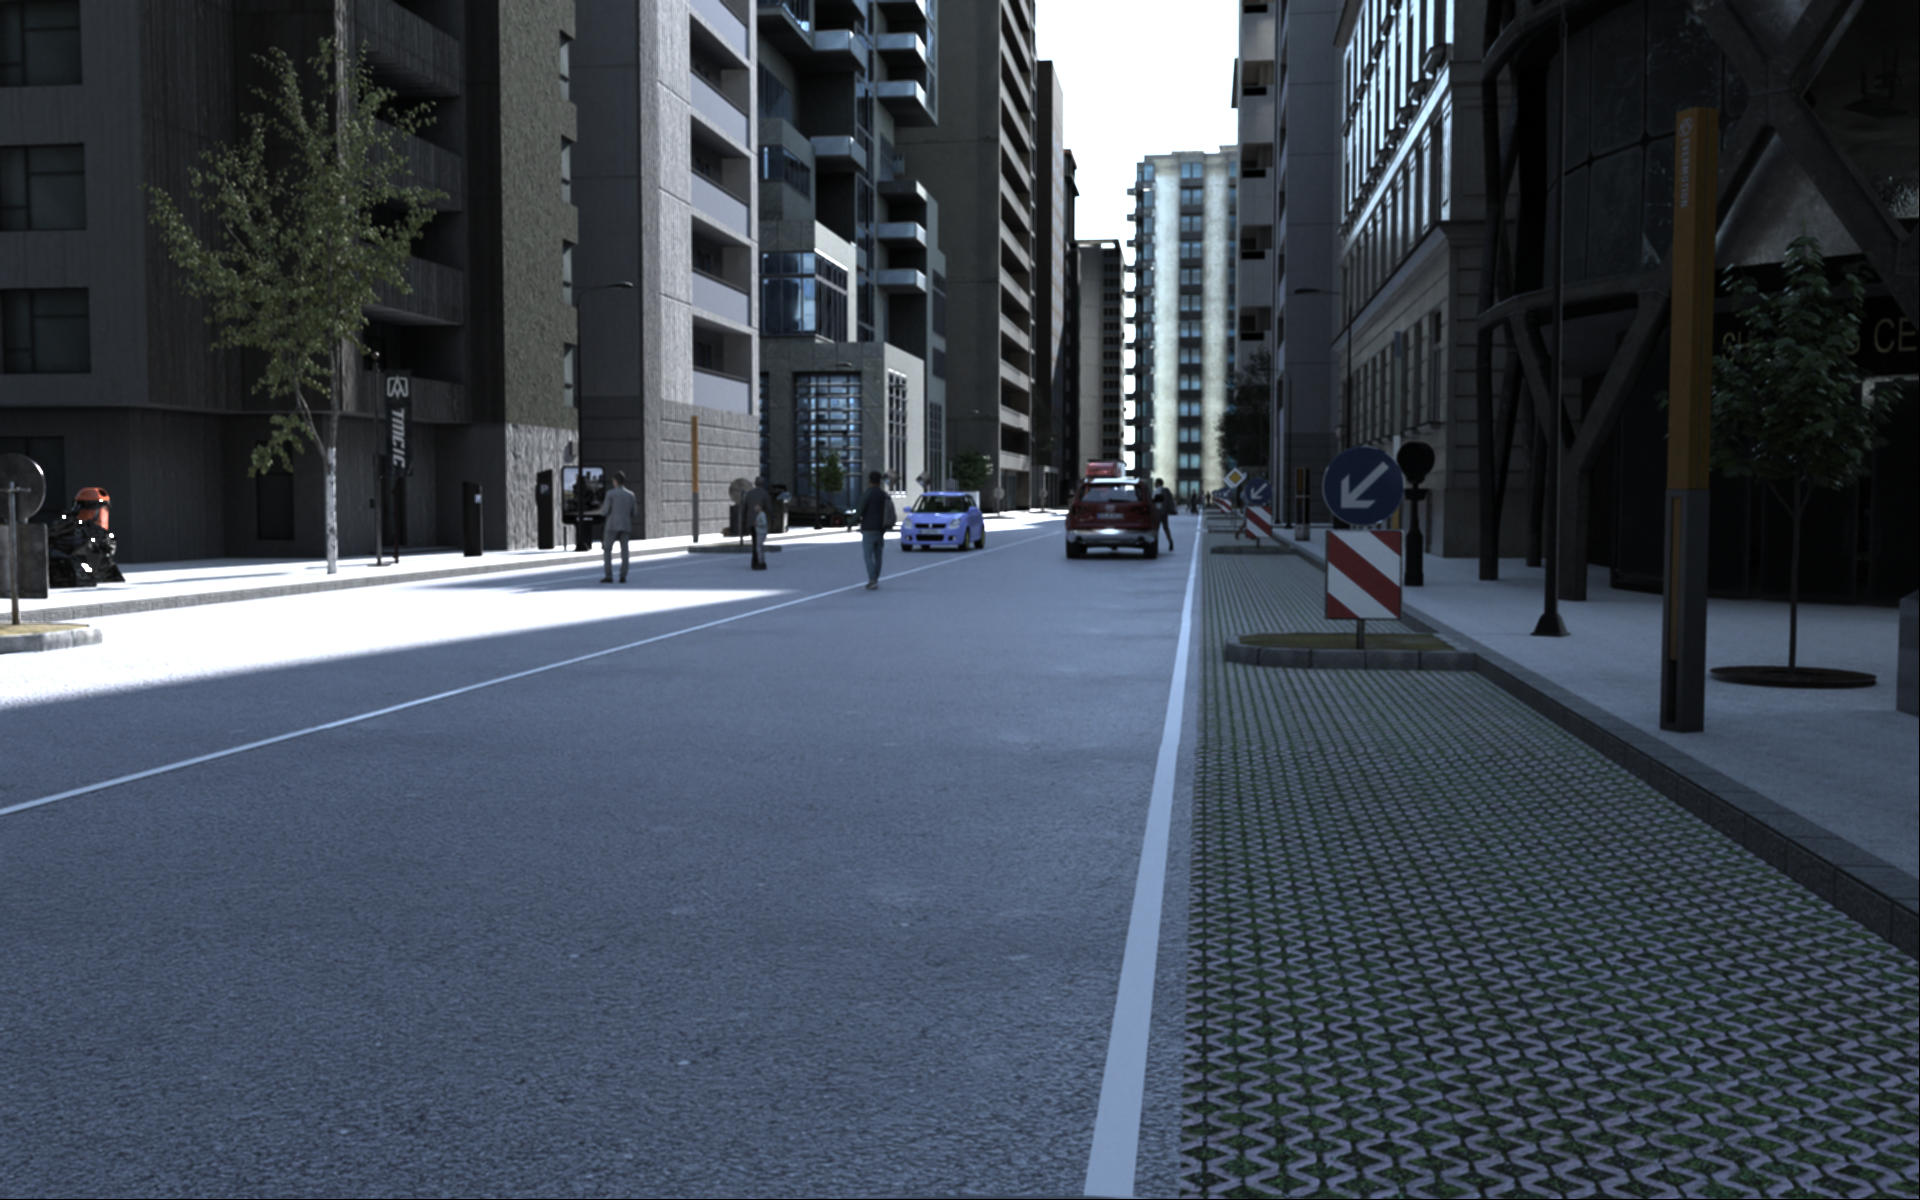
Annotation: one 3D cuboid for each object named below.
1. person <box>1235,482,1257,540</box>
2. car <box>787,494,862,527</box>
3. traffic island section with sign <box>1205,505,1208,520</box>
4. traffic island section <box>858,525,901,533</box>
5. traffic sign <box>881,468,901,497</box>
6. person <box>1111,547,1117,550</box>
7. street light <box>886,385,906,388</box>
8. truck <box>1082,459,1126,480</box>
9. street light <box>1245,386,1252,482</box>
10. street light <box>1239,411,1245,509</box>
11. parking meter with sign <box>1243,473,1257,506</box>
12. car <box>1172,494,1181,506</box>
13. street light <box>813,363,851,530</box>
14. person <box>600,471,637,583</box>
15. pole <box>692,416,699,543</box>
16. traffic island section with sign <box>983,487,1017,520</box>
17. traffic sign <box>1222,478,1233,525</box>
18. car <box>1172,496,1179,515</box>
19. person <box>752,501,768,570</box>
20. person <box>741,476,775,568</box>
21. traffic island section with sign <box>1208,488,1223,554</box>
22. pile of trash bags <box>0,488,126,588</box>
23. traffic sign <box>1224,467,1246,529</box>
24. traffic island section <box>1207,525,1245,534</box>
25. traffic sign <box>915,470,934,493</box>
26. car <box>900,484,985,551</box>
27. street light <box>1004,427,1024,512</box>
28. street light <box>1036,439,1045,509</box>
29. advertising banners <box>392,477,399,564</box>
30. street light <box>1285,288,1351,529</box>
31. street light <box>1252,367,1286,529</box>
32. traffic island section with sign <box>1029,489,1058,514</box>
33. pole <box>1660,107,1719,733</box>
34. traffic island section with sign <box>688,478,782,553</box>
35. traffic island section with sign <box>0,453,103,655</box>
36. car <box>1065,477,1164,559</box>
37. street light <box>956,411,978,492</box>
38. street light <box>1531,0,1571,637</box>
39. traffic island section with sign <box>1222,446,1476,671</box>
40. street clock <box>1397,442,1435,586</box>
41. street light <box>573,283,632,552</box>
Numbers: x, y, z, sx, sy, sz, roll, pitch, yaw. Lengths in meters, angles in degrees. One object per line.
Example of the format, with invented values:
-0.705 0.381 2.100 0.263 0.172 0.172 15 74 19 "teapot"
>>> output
8.982 -2.777 53.994 0.778 1.811 0.616 -2 4 -26 "person"
-5.983 -3.671 69.810 4.222 1.686 2.009 0 4 7 "car"
14.780 -5.389 96.739 1.989 1.847 2.006 0 4 8 "traffic island section with sign"
-2.646 -2.658 65.746 2.009 0.180 2.903 0 4 8 "traffic island section"
-2.621 -3.794 65.681 0.795 2.450 0.064 0 4 8 "traffic sign"
3.973 -2.206 44.693 0.709 1.813 0.853 -1 4 -23 "person"
-2.989 -6.183 73.634 1.470 5.913 1.316 0 4 8 "street light"
11.924 -9.365 142.028 2.839 4.237 11.283 1 4 10 "truck"
13.037 -6.201 73.935 1.470 5.913 1.316 0 4 8 "street light"
16.350 -7.635 97.377 1.470 5.913 1.316 0 4 8 "street light"
23.955 -8.905 141.856 1.738 3.016 0.543 -2 4 -35 "parking meter with sign"
26.655 -12.617 216.516 2.015 1.641 3.980 1 4 8 "car"
-4.550 -5.454 61.712 1.470 5.913 1.316 0 4 8 "street light"
-5.582 -1.186 28.097 0.606 1.804 0.583 -3 5 -44 "person"
-6.936 -3.152 45.384 0.158 3.312 0.155 0 3 0 "pole"
2.215 -5.465 97.973 1.989 1.847 2.006 0 4 8 "traffic island section with sign"
11.255 -4.168 71.782 0.795 2.450 0.064 0 4 8 "traffic sign"
14.158 -6.619 120.584 2.083 1.381 4.827 1 4 10 "car"
-3.782 -1.218 32.694 0.394 1.301 0.425 -3 4 -36 "person"
-3.934 -1.535 33.992 0.661 1.777 0.834 1 4 15 "person"
7.053 -2.022 41.686 1.989 1.847 2.006 0 4 8 "traffic island section with sign"
-13.032 -0.932 24.999 1.912 1.369 3.447 -1 4 -8 "pile of trash bags"
10.145 -3.684 63.875 0.795 2.450 0.064 0 4 8 "traffic sign"
10.170 -2.548 63.949 2.009 0.180 2.903 0 4 8 "traffic island section"
-1.511 -4.278 73.589 0.795 2.450 0.064 0 4 8 "traffic sign"
-0.427 -2.133 44.468 1.945 1.707 3.694 1 4 10 "car"
3.730 -9.070 120.832 1.470 5.913 1.316 0 4 8 "street light"
7.020 -10.523 144.594 1.470 5.913 1.316 0 4 8 "street light"
-10.444 -2.193 32.037 0.090 3.025 2.074 -1 4 -19 "advertising banners"
8.212 -4.069 39.076 1.470 5.913 1.316 0 4 8 "street light"
11.555 -5.569 63.592 1.470 5.913 1.316 0 4 8 "street light"
6.038 -7.129 125.187 1.989 1.847 2.006 0 4 8 "traffic island section with sign"
3.915 -0.945 9.296 0.158 3.312 0.155 0 3 0 "pole"
-5.507 -2.098 42.930 1.989 1.847 2.006 0 4 8 "traffic island section with sign"
-9.259 -0.465 16.226 1.989 1.847 2.006 0 4 8 "traffic island section with sign"
3.565 -1.920 40.058 2.281 1.827 5.304 0 4 7 "car"
0.332 -7.637 97.402 1.470 5.913 1.316 0 4 8 "street light"
4.833 -2.636 15.644 1.470 5.913 1.316 0 4 8 "street light"
3.309 -0.389 14.991 1.989 1.847 2.006 0 4 8 "traffic island section with sign"
6.339 -1.196 24.129 0.358 2.002 0.471 -3 5 -43 "street clock"
-7.886 -4.020 38.274 1.470 5.913 1.316 0 4 8 "street light"
